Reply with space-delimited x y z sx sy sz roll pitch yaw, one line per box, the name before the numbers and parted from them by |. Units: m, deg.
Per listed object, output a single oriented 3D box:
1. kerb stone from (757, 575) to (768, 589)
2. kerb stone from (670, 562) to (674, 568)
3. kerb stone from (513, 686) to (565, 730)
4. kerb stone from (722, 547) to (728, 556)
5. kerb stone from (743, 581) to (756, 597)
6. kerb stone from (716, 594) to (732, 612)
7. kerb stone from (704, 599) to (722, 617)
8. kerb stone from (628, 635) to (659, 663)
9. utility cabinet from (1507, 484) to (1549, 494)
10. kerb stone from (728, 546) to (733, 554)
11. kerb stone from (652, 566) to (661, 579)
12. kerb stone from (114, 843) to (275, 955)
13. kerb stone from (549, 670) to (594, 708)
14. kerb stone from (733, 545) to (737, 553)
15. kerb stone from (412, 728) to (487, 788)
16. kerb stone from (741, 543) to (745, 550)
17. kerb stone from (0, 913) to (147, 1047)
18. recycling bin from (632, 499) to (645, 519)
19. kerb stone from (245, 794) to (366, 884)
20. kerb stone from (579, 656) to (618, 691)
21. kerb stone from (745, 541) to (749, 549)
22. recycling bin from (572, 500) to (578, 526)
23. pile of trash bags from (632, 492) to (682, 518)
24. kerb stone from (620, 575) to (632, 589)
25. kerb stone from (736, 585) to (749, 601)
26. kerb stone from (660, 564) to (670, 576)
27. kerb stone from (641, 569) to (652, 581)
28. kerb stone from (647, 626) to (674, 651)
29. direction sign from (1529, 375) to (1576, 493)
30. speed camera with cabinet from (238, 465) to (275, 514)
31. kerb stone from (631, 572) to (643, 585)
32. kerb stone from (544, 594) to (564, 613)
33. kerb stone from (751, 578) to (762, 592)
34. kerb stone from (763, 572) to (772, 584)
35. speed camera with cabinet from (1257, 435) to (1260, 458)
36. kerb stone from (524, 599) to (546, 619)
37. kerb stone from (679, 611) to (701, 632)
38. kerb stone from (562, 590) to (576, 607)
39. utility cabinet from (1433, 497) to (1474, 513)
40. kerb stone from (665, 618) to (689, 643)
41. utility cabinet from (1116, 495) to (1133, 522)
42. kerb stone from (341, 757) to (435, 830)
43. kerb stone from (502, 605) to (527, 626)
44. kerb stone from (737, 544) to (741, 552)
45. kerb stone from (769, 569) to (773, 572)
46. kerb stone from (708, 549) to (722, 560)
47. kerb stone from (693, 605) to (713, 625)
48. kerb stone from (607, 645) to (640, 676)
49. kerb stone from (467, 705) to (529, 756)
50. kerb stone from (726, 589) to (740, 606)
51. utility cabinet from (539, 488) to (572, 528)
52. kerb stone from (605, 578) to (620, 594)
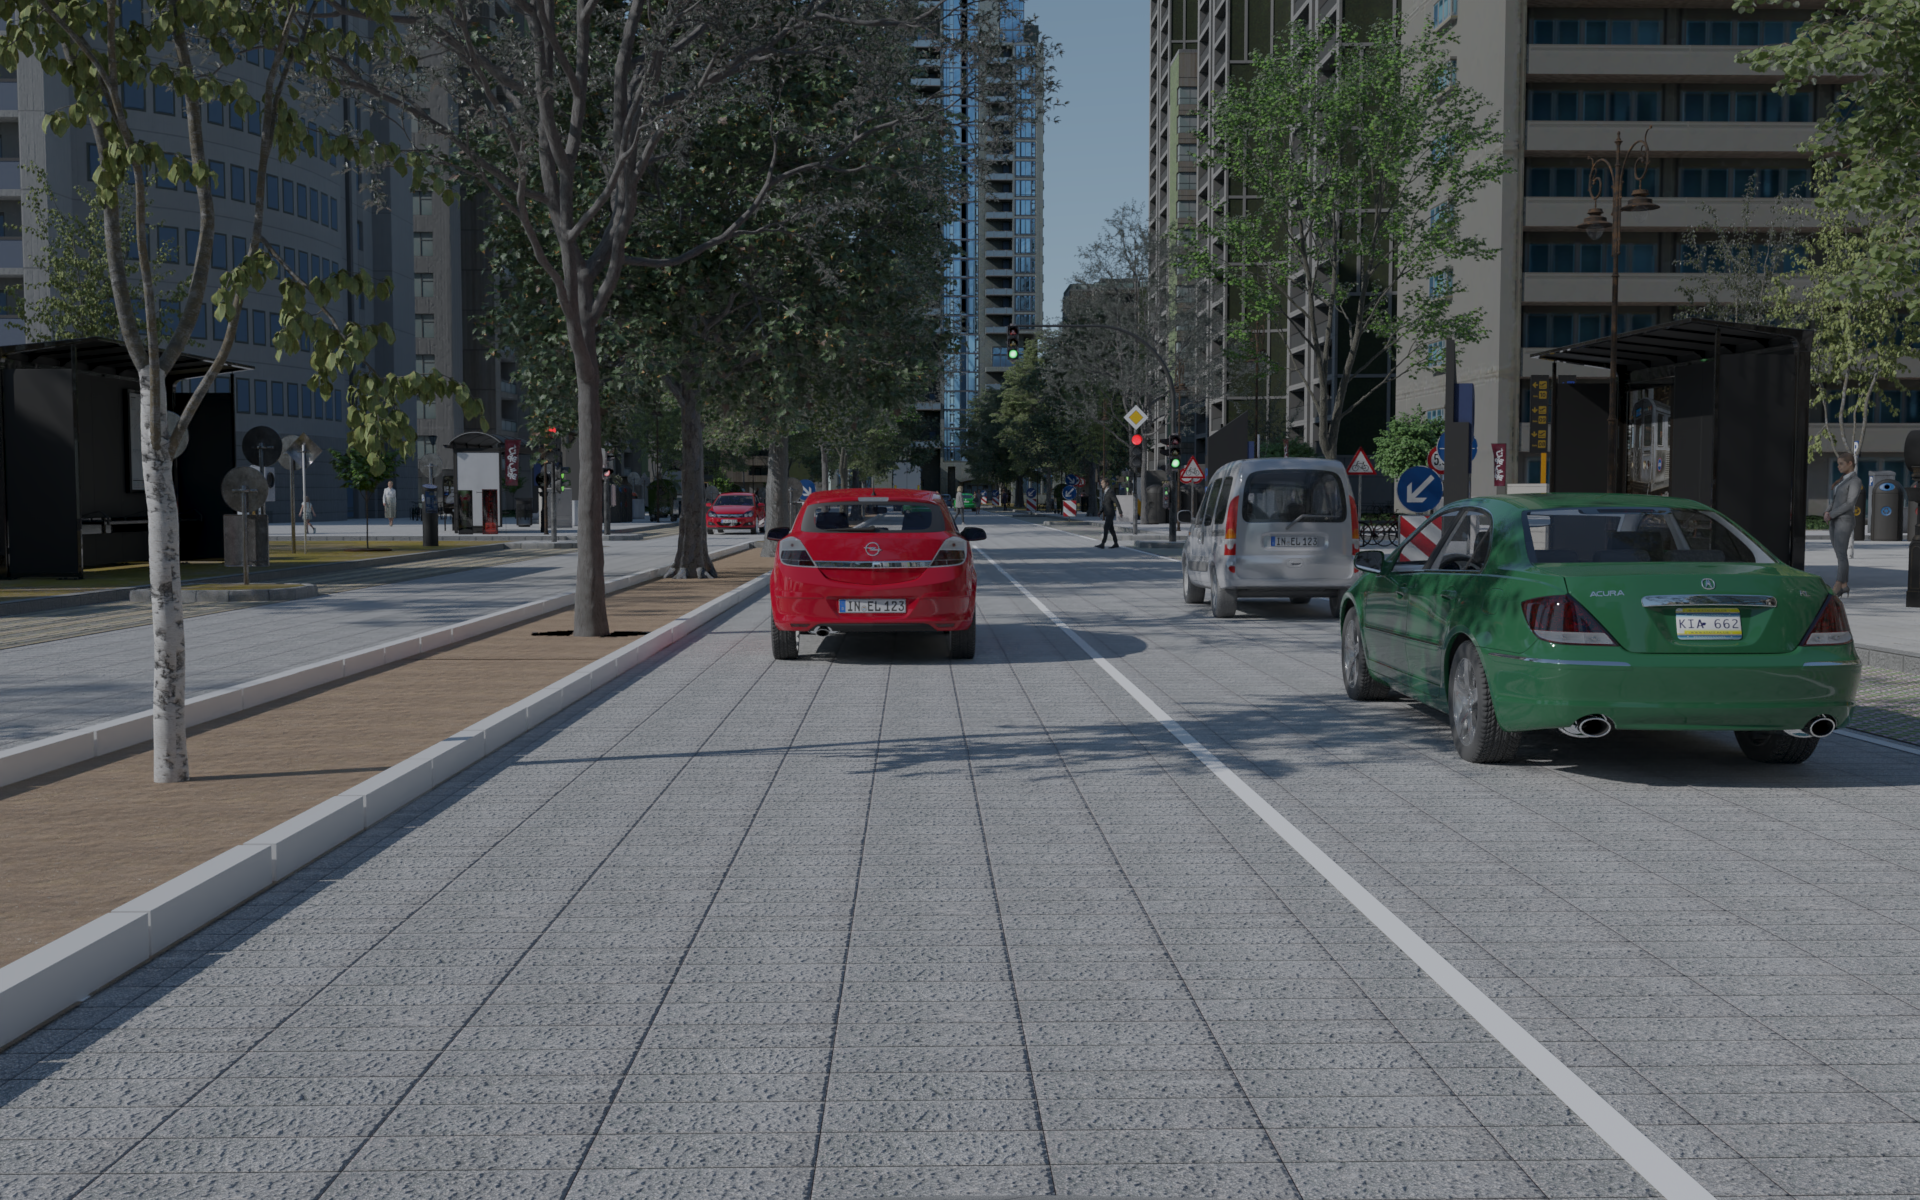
kerb stone | -3.056 -0.249 26.312 0.120 0.150 1.000 0 4 -1
kerb stone | -5.281 -0.563 31.397 0.120 0.150 1.000 0 4 -1
kerb stone | -2.681 0.691 10.955 0.120 0.150 1.000 0 4 -1
kerb stone | -5.485 -1.063 39.577 0.120 0.150 1.000 0 4 -1
kerb stone | -3.005 -0.126 24.262 0.120 0.150 1.000 0 4 -1
kerb stone | -2.937 0.061 21.193 0.120 0.150 1.000 0 4 -1
kerb stone | -2.915 0.124 20.165 0.120 0.150 1.000 0 4 -1
kerb stone | -2.779 0.438 15.054 0.120 0.150 1.000 0 4 -1
utility cabinet | 12.318 -1.752 37.325 0.318 1.500 1.173 -2 4 -25
kerb stone | -5.507 -1.122 40.608 0.120 0.150 1.000 0 4 -1
kerb stone | -5.237 -0.437 29.345 0.120 0.150 1.000 0 4 -1
kerb stone | -2.564 1.001 5.832 0.120 0.150 1.000 0 4 -1
kerb stone | -2.708 0.628 11.980 0.120 0.150 1.000 0 4 -1
kerb stone | -5.534 -1.187 41.632 0.120 0.150 1.000 0 4 -1
kerb stone | -2.632 0.814 8.905 0.120 0.150 1.000 0 4 -1
kerb stone | -5.590 -1.305 43.692 0.120 0.150 1.000 0 4 -1
kerb stone | -2.536 1.063 4.810 0.120 0.150 1.000 0 4 -1
recycling bin | -16.805 -4.709 89.545 0.722 1.027 0.722 3 5 40
kerb stone | -2.583 0.938 6.859 0.120 0.150 1.000 0 4 -1
kerb stone | -2.731 0.562 13.002 0.120 0.150 1.000 0 4 -1
kerb stone | -5.612 -1.377 44.715 0.120 0.150 1.000 0 4 -1
recycling bin | -15.197 -3.483 69.494 0.722 1.027 0.722 -1 4 -21
pile of trash bags | -16.337 -5.127 93.578 3.447 1.369 1.912 0 4 4
kerb stone | -5.162 -0.248 26.270 0.120 0.150 1.000 0 4 -1
kerb stone | -2.978 -0.063 23.240 0.120 0.150 1.000 0 4 -1
kerb stone | -5.257 -0.499 30.367 0.120 0.150 1.000 0 4 -1
kerb stone | -5.217 -0.375 28.323 0.120 0.150 1.000 0 4 -1
kerb stone | -2.807 0.375 16.075 0.120 0.150 1.000 0 4 -1
direction sign | 11.269 -2.507 32.988 0.876 3.537 0.379 0 4 -3
speed camera with cabinet | -22.635 -3.736 55.423 0.660 3.252 2.038 0 4 3
kerb stone | -5.184 -0.312 27.292 0.120 0.150 1.000 0 4 -1
kerb stone | -5.031 0.065 21.143 0.120 0.150 1.000 0 4 -1
kerb stone | -3.030 -0.189 25.287 0.120 0.150 1.000 0 4 -1
kerb stone | -3.085 -0.312 27.341 0.120 0.150 1.000 0 4 -1
speed camera with cabinet | 10.042 -3.913 58.309 0.660 3.252 2.038 2 4 26
kerb stone | -5.009 0.127 20.121 0.120 0.150 1.000 0 4 -1
kerb stone | -2.858 0.249 18.119 0.120 0.150 1.000 0 4 -1
kerb stone | -5.062 0.002 22.165 0.120 0.150 1.000 0 4 -1
utility cabinet | 11.646 -1.803 40.641 1.020 1.237 0.306 2 4 33
kerb stone | -2.825 0.312 17.097 0.120 0.150 1.000 0 4 -1
utility cabinet | 7.791 -4.264 80.871 1.020 1.237 0.306 3 5 44
kerb stone | -2.604 0.875 7.883 0.120 0.150 1.000 0 4 -1
kerb stone | -4.980 0.190 19.097 0.120 0.150 1.000 0 4 -1
kerb stone | -5.560 -1.252 42.662 0.120 0.150 1.000 0 4 -1
kerb stone | -3.106 -0.372 28.363 0.120 0.150 1.000 0 4 -1
kerb stone | -5.462 -1.000 38.556 0.120 0.150 1.000 0 4 -1
kerb stone | -2.883 0.187 19.143 0.120 0.150 1.000 0 4 -1
kerb stone | -2.755 0.500 14.032 0.120 0.150 1.000 0 4 -1
kerb stone | -2.656 0.750 9.926 0.120 0.150 1.000 0 4 -1
kerb stone | -2.960 -0.001 22.215 0.120 0.150 1.000 0 4 -1
utility cabinet | -15.022 -3.406 64.363 1.173 1.500 0.318 -2 4 -33
kerb stone | -5.136 -0.186 25.236 0.120 0.150 1.000 0 4 -1
